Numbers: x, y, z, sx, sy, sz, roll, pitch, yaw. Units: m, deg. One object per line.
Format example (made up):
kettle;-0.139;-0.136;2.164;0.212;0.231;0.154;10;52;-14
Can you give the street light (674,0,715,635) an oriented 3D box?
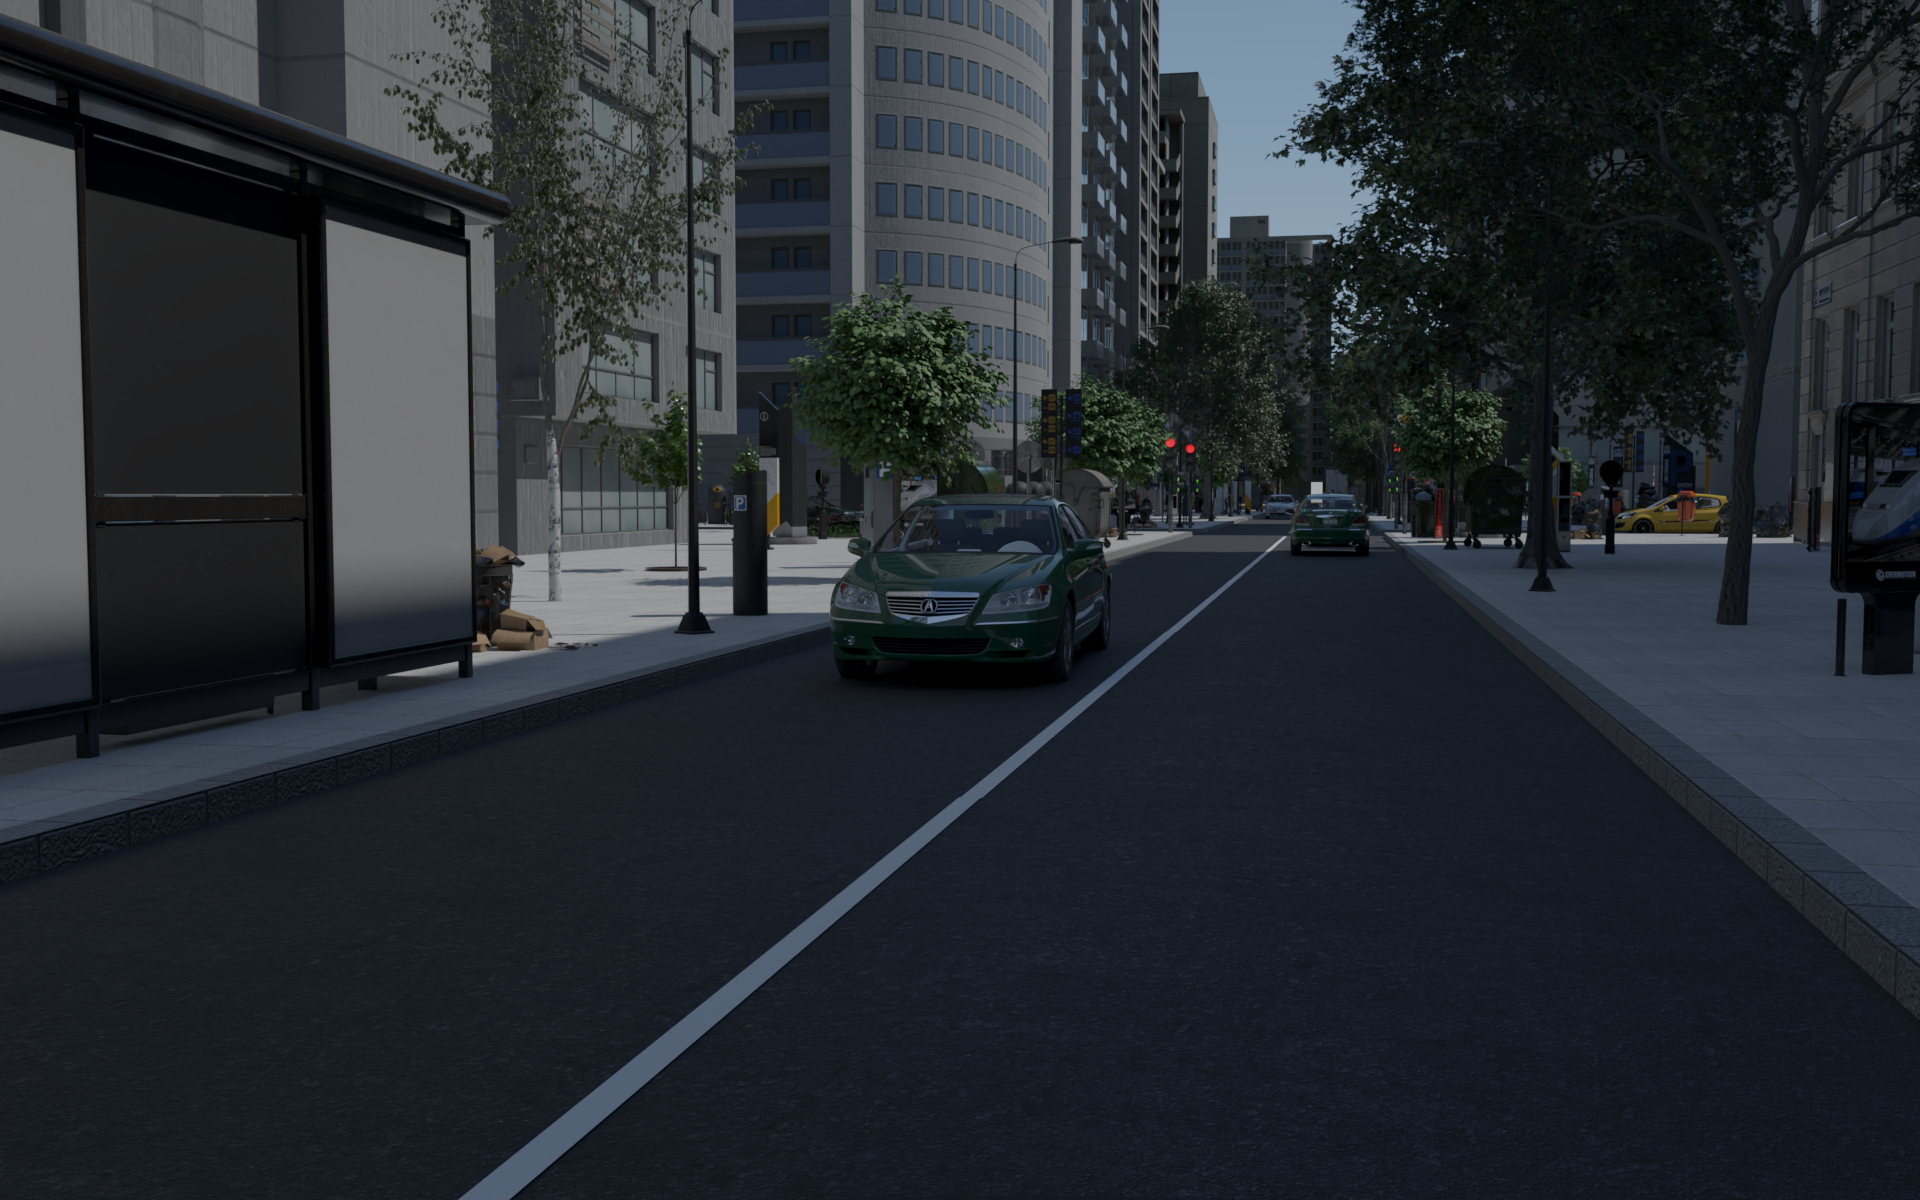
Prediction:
street light;-1.923;-2.638;15.670;1.470;5.913;1.316;1;4;12

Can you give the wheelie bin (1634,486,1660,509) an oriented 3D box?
wheelie bin;27.540;-3.757;69.342;0.980;1.594;0.693;0;4;-7

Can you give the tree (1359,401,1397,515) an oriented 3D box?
tree;26.664;-9.620;107.644;4.360;8.622;3.978;0;3;0

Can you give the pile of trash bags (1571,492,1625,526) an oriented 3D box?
pile of trash bags;25.985;-3.691;70.101;1.912;1.369;3.447;0;4;-1

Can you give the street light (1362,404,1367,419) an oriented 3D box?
street light;21.444;-7.100;88.620;1.470;5.913;1.316;1;4;12

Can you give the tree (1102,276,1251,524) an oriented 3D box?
tree;9.270;-8.560;74.364;7.601;10.594;8.767;3;5;42

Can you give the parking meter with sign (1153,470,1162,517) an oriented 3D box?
parking meter with sign;11.356;-6.310;99.423;0.543;3.016;1.738;1;4;10

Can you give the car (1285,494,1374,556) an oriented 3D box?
car;8.915;-1.835;41.804;2.131;1.459;4.920;1;4;11

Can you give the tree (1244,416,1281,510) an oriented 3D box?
tree;23.685;-11.506;138.492;4.737;8.622;4.395;0;3;0

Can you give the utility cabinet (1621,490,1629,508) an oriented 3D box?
utility cabinet;39.344;-5.742;102.559;0.318;1.500;1.173;1;4;12

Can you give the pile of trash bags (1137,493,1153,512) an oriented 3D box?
pile of trash bags;12.528;-6.853;121.803;1.912;1.369;3.447;0;4;1

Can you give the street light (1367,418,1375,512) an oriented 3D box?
street light;17.930;-6.130;72.759;1.470;5.913;1.316;1;4;12

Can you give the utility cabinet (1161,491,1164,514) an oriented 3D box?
utility cabinet;12.437;-6.057;107.715;0.318;1.500;1.173;1;4;16

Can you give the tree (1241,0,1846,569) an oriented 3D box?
tree;9.994;-6.887;29.608;9.611;12.733;9.660;0;3;0

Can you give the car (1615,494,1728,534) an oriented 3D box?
car;24.198;-2.951;58.471;3.980;1.641;2.015;1;4;13

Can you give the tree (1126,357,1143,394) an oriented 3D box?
tree;12.726;-10.535;89.249;9.611;12.733;9.660;0;3;0

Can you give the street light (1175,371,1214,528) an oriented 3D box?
street light;8.855;-5.676;65.337;1.470;5.913;1.316;1;4;12

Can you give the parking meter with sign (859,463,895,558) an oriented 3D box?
parking meter with sign;-1.382;-2.083;30.312;0.543;3.016;1.738;-1;4;-19

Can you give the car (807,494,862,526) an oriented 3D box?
car;-5.661;-3.362;64.757;4.222;1.686;2.009;1;4;11

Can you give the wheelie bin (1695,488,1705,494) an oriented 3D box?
wheelie bin;38.187;-5.000;89.651;0.980;1.594;0.693;3;4;36

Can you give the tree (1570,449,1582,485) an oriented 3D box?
tree;34.159;-7.118;100.101;4.285;4.588;4.351;0;3;0

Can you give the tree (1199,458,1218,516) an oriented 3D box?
tree;5.104;-4.304;54.084;4.285;4.588;4.351;0;3;0

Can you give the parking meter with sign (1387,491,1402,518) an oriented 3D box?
parking meter with sign;23.733;-5.941;93.397;1.738;3.016;0.543;-3;5;-41

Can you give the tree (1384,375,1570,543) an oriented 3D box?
tree;12.815;-3.801;45.867;4.285;4.588;4.351;0;3;0

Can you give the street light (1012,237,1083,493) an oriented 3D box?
street light;1.535;-3.609;31.543;1.470;5.913;1.316;1;4;12

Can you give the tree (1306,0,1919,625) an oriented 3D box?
tree;7.506;-5.016;16.421;8.767;10.594;7.601;1;4;13

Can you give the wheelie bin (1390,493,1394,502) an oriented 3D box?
wheelie bin;27.688;-6.258;110.219;0.980;1.594;0.693;-3;5;-42

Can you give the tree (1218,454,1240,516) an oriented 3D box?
tree;14.702;-7.170;100.945;4.285;4.588;4.351;0;3;0

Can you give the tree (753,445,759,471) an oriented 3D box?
tree;-7.308;-3.932;58.891;1.663;3.219;1.824;0;3;0

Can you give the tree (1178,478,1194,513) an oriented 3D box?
tree;15.491;-7.617;119.134;1.663;3.219;1.824;0;3;0

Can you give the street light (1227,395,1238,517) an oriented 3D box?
street light;12.351;-6.647;81.223;1.470;5.913;1.316;1;4;12

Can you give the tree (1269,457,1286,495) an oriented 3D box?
tree;36.878;-15.369;201.642;4.360;8.622;3.978;0;3;0

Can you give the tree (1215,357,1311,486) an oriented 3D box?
tree;27.082;-15.358;157.751;9.857;13.997;8.962;0;3;0

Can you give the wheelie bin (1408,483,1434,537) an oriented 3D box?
wheelie bin;13.729;-2.659;51.389;0.693;1.594;0.980;-1;4;-13

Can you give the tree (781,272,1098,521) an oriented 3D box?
tree;-0.906;-2.564;25.638;4.285;4.588;4.351;0;3;0

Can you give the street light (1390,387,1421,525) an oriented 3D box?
street light;10.792;-4.120;39.899;1.470;5.913;1.316;1;4;12

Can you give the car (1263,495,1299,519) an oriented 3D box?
car;18.445;-5.357;99.592;2.014;1.417;4.499;1;4;10

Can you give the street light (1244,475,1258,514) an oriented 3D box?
street light;15.752;-7.619;97.110;1.470;5.913;1.316;1;4;12

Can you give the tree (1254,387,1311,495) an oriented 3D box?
tree;33.130;-16.171;182.519;7.486;12.596;7.792;0;3;0

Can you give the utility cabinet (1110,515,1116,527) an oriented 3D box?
utility cabinet;5.610;-3.419;67.058;1.020;1.237;0.306;1;4;15

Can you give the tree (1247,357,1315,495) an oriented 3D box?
tree;38.679;-21.987;215.375;12.611;20.169;13.585;0;3;0

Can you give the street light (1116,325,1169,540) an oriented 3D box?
street light;5.058;-4.611;47.924;1.470;5.913;1.316;1;4;12

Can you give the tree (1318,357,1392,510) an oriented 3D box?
tree;33.949;-14.424;142.480;9.857;13.997;8.962;0;3;0

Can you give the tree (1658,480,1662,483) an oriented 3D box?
tree;43.566;-6.759;105.114;1.663;3.219;1.824;0;3;0

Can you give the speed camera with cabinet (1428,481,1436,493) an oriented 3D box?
speed camera with cabinet;20.296;-4.905;74.526;0.660;3.252;2.038;0;4;5

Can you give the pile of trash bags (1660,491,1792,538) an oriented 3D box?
pile of trash bags;23.200;-2.586;52.040;1.912;1.369;3.447;-3;5;-43

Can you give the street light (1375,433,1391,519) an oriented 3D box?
street light;14.280;-5.098;55.900;1.470;5.913;1.316;1;4;12

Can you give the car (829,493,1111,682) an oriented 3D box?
car;0.226;-0.187;14.853;2.131;1.459;4.920;1;4;11

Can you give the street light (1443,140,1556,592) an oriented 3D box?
street light;7.162;-3.075;22.824;1.470;5.913;1.316;1;4;12

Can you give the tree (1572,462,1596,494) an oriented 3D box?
tree;37.445;-6.739;104.776;1.663;3.219;1.824;0;3;0

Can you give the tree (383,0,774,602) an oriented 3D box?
tree;-4.611;-4.287;20.453;4.360;8.622;3.978;0;3;0

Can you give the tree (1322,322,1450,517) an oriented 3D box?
tree;24.365;-10.606;99.166;9.928;11.665;9.643;0;3;0

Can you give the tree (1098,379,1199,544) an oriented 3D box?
tree;3.294;-3.759;45.175;4.285;4.588;4.351;0;3;0
